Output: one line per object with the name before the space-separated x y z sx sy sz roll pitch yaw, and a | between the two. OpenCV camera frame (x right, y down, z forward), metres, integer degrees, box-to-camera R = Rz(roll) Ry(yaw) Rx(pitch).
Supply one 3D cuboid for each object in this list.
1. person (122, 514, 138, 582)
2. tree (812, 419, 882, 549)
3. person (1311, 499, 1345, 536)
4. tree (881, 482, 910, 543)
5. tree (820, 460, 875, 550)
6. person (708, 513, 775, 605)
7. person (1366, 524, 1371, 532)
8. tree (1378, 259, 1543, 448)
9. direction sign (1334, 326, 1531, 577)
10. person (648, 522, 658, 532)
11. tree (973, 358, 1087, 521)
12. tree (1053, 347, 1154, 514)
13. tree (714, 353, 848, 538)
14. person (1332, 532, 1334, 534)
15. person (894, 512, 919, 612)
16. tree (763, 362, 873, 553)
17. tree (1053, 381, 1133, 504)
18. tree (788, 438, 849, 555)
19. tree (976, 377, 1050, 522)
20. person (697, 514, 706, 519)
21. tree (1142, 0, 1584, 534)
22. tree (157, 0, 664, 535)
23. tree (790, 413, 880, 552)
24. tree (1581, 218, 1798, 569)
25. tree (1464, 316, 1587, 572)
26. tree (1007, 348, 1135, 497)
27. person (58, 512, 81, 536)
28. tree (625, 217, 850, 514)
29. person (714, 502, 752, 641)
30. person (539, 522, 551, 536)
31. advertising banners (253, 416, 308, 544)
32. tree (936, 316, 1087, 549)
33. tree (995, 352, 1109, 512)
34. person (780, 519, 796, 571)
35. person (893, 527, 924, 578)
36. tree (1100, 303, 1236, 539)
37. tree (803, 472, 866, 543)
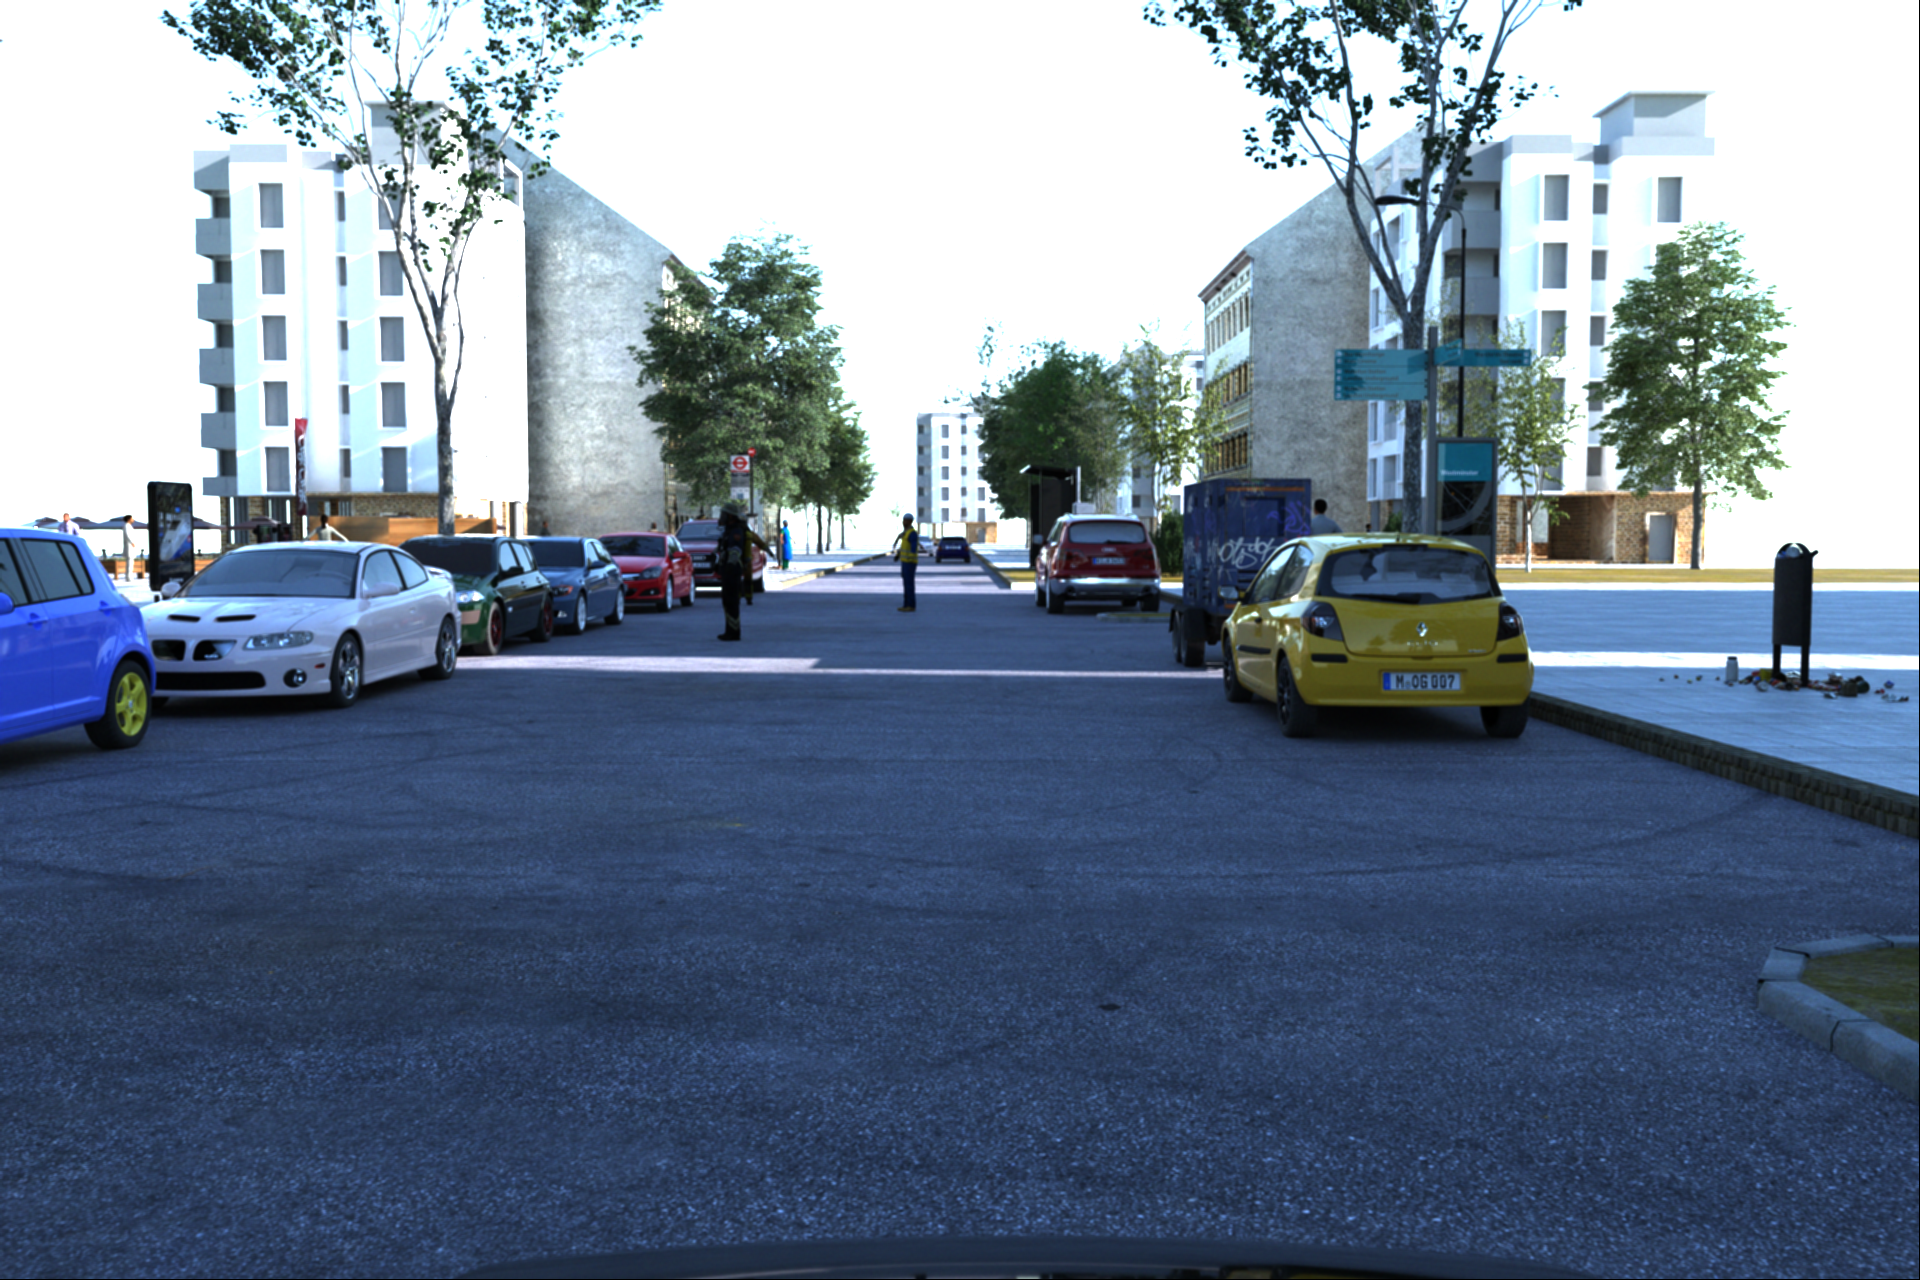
person | -22.047 -2.437 46.037 0.705 1.806 1.347 -2 4 -27
tree | -10.075 -13.565 147.546 9.928 11.665 9.643 0 3 0
person | 5.452 -1.234 26.331 1.344 1.810 0.704 -1 4 -12
tree | -8.411 -17.804 241.456 4.360 8.622 3.978 0 3 0
tree | -9.082 -11.534 138.939 4.737 8.622 4.395 0 3 0
person | -4.408 -1.642 35.073 1.354 1.858 0.705 0 4 2
person | 18.102 -4.257 76.329 0.721 1.740 1.216 1 4 19
tree | 12.837 -5.900 46.827 4.360 8.622 3.978 0 3 0
direction sign | 6.085 -2.022 21.823 2.525 3.948 1.411 0 4 0
person | -13.476 -4.292 76.295 0.705 1.813 1.348 3 4 36
tree | 5.548 -13.469 126.878 9.857 13.997 8.962 0 3 0
tree | 5.408 -7.264 69.132 4.360 8.622 3.978 0 3 0
tree | -9.601 -9.514 89.963 8.767 10.594 7.601 1 4 18
person | 7.779 -1.593 35.315 0.697 1.427 0.421 -1 4 -11
person | -0.982 -1.451 32.144 0.705 1.833 1.349 -1 4 -14
tree | -9.708 -12.003 114.376 7.486 12.596 7.792 0 3 0
tree | 6.163 -8.168 83.904 4.360 8.622 3.978 0 3 0
tree | -9.597 -9.537 106.291 4.360 8.622 3.978 0 3 0
tree | 5.931 -14.148 137.979 9.857 13.997 8.962 0 3 0
person | -7.293 -2.635 49.018 0.705 1.837 1.347 0 4 6
tree | 8.126 -10.988 35.537 12.611 20.169 13.585 0 3 0
tree | -13.570 -11.274 40.224 12.611 20.169 13.585 0 3 0
tree | -9.349 -11.728 126.170 7.601 10.594 8.767 -1 4 -14
tree | 26.605 -8.870 63.158 7.486 12.596 7.792 0 3 0
tree | 18.885 -6.563 57.672 4.737 8.622 4.395 0 3 0
tree | 6.219 -10.418 96.086 9.928 11.665 9.643 0 3 0
person | -22.897 -2.349 44.312 0.709 1.838 0.599 0 4 4
tree | -9.060 -10.073 71.356 9.857 13.997 8.962 0 3 0
person | -3.124 -0.926 23.374 0.705 1.856 1.354 -1 4 -15
person | -17.302 -4.043 72.377 0.705 1.796 1.348 1 4 15
advertising banners | -9.883 -1.781 25.311 0.090 3.025 2.074 0 3 0
tree | 4.832 -18.076 151.431 12.611 20.169 13.585 0 3 0
tree | 5.806 -11.615 108.028 7.486 12.596 7.792 0 3 0
person | -6.093 -3.352 60.926 0.704 1.817 1.347 1 4 16
person | -1.737 -2.948 56.779 1.348 1.813 0.705 3 5 40
tree | 6.696 -6.471 56.169 4.737 8.622 4.395 0 3 0
tree | -17.869 -20.015 237.610 12.009 13.543 11.850 0 3 0
